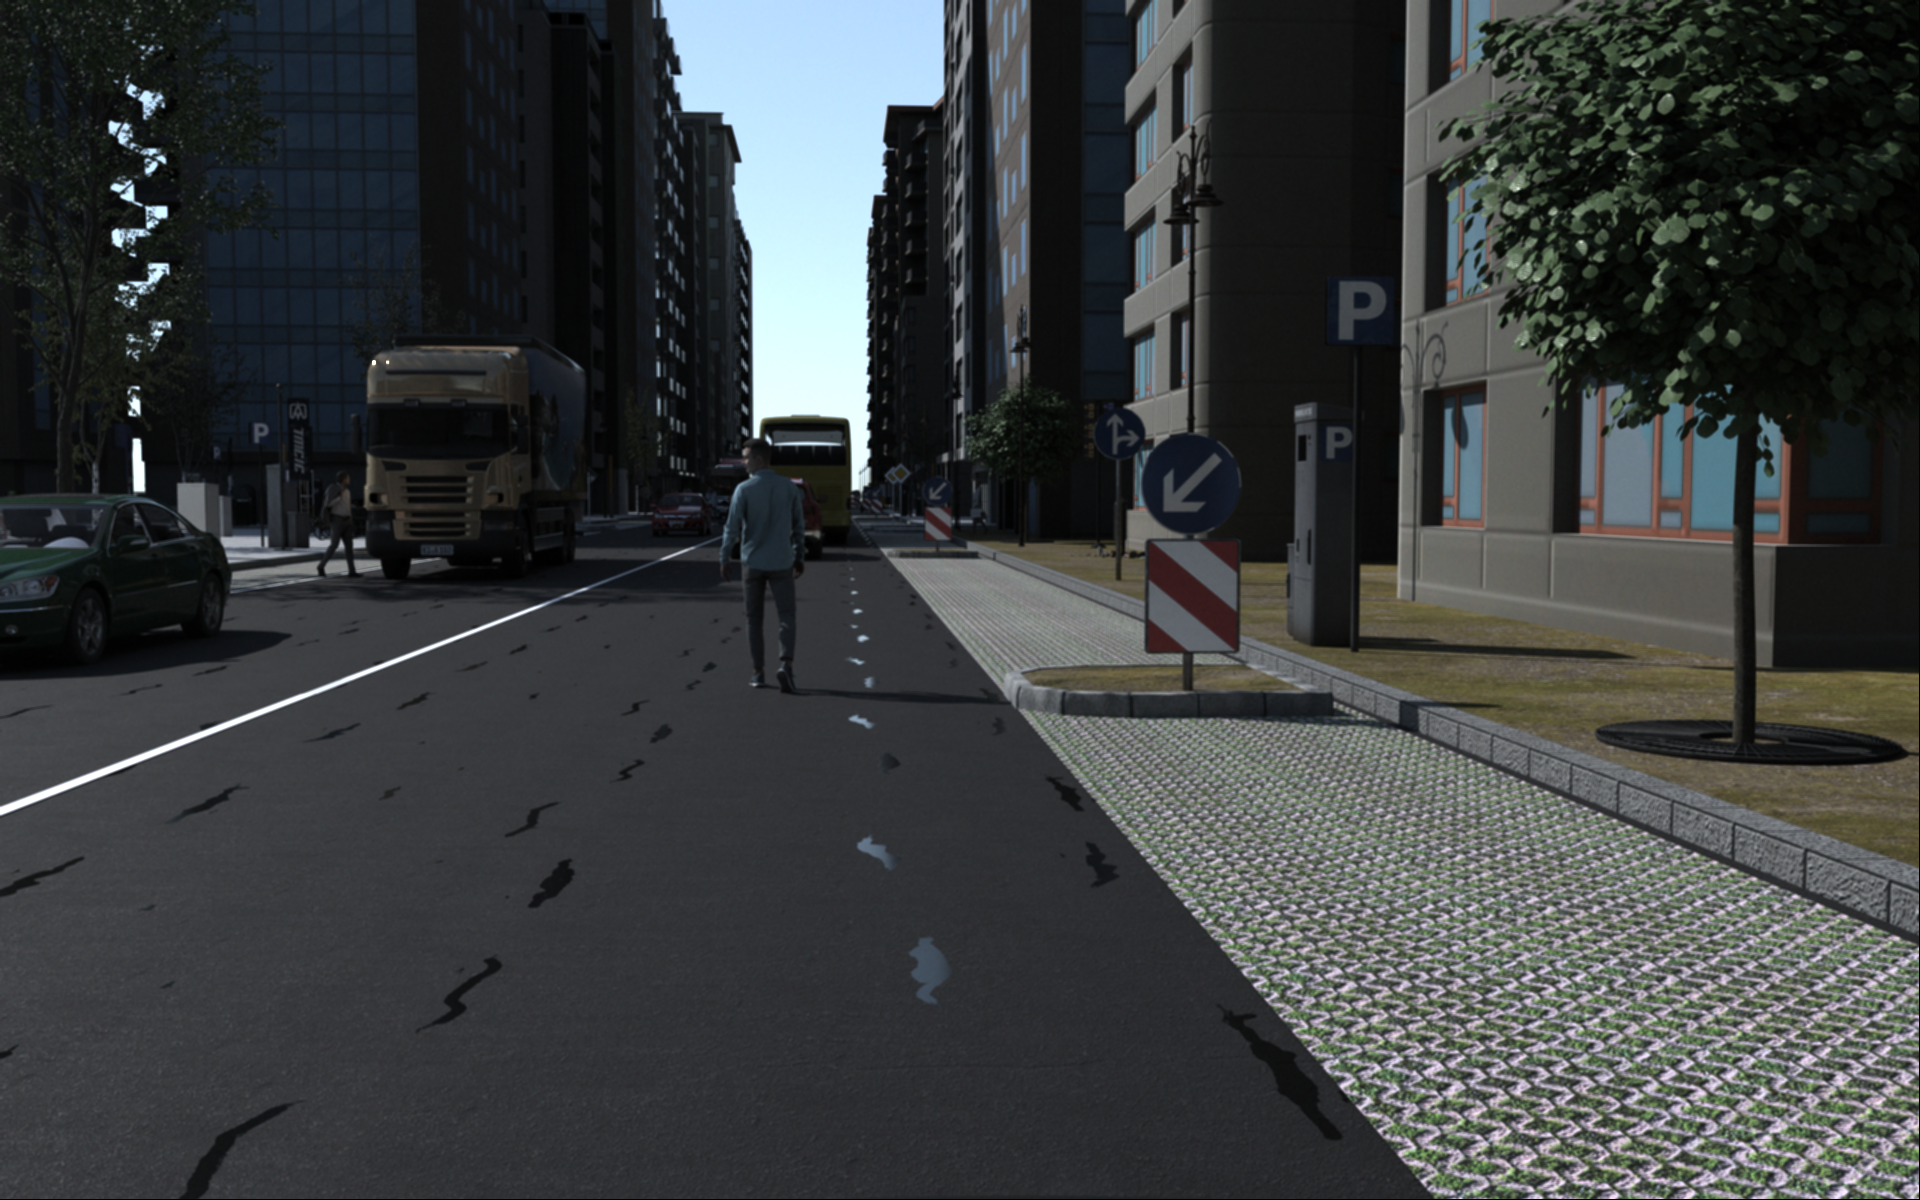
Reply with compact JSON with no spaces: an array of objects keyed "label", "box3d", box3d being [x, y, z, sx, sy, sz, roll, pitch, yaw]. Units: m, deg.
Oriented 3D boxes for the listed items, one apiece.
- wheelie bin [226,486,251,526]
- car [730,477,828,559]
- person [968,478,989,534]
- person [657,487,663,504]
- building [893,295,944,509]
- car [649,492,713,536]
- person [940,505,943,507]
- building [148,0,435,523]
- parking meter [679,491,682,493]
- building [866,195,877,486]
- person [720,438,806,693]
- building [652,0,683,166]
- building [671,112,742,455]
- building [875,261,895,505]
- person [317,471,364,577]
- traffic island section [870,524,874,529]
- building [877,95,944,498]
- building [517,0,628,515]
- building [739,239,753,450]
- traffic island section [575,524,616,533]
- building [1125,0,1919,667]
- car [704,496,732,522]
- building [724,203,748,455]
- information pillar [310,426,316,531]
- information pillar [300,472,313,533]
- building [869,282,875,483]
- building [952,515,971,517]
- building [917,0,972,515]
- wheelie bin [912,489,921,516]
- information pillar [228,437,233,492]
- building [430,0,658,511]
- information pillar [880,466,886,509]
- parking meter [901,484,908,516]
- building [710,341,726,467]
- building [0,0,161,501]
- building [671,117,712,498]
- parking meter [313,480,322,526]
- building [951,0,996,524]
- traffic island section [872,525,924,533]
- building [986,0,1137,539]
[{"label":"wheelie bin","box3d":[-29.138,-3.792,69.899,0.693,1.594,0.980,3,5,39]},{"label":"car","box3d":[-4.183,-1.904,39.811,2.281,1.827,5.304,0,4,-4]},{"label":"person","box3d":[0.607,-2.995,55.367,0.624,1.780,0.694,1,4,16]},{"label":"person","box3d":[-23.347,-7.876,134.790,0.580,1.828,0.573,3,4,38]},{"label":"building","box3d":[7.941,-19.650,166.319,27.650,21.520,28.899,0,4,-4]},{"label":"car","box3d":[-9.611,-3.116,59.979,2.155,1.783,4.494,0,4,-4]},{"label":"person","box3d":[-1.090,-5.433,95.466,0.593,1.750,0.643,-1,4,-16]},{"label":"building","box3d":[-29.190,-26.412,81.945,14.600,45.320,14.200,0,4,-4]},{"label":"parking meter","box3d":[-21.634,-7.714,134.539,0.372,1.533,0.369,0,3,0]},{"label":"building","box3d":[-1.653,-36.355,249.033,22.147,44.769,28.867,0,4,-4]},{"label":"person","box3d":[-1.436,-0.264,12.673,0.638,1.841,0.748,0,4,-8]},{"label":"building","box3d":[-37.405,-33.057,160.086,23.786,49.044,30.456,0,4,-4]},{"label":"building","box3d":[-45.396,-39.941,242.272,28.713,52.752,27.495,0,4,-4]},{"label":"building","box3d":[-3.609,-27.151,215.616,14.160,30.474,14.107,0,4,-4]},{"label":"person","box3d":[-10.684,-1.294,29.759,0.850,1.850,0.679,1,4,13]},{"label":"traffic island section","box3d":[-2.738,-3.065,72.401,2.009,0.180,2.903,0,4,-4]},{"label":"building","box3d":[2.523,-32.997,194.121,22.147,44.769,28.867,0,4,-4]},{"label":"building","box3d":[-28.130,-20.364,104.646,14.160,30.474,14.107,0,4,-4]},{"label":"building","box3d":[-42.419,-39.385,294.058,14.600,45.320,14.200,0,4,-4]},{"label":"traffic island section","box3d":[-15.347,-3.010,71.489,2.009,0.180,2.903,0,4,-4]},{"label":"building","box3d":[18.746,-11.162,27.539,27.650,21.520,28.899,0,4,-4]},{"label":"car","box3d":[-11.996,-4.447,85.284,1.945,1.354,3.894,0,4,-3]},{"label":"building","box3d":[-44.935,-39.866,271.416,23.786,49.044,30.456,0,4,-4]},{"label":"information pillar","box3d":[-22.433,-4.187,59.813,0.183,3.616,0.504,-2,4,-35]},{"label":"information pillar","box3d":[-21.642,-3.233,57.357,0.304,2.012,0.304,0,4,7]},{"label":"building","box3d":[-8.649,-39.728,299.664,14.600,45.320,14.200,0,4,-4]},{"label":"building","box3d":[9.388,-40.554,101.304,20.563,71.187,20.611,0,4,-4]},{"label":"building","box3d":[7.417,-42.296,129.794,20.563,71.187,20.611,0,4,-4]},{"label":"wheelie bin","box3d":[-2.314,-5.744,101.820,0.980,1.594,0.693,0,4,0]},{"label":"information pillar","box3d":[-29.776,-4.855,70.736,0.183,3.616,0.504,-1,4,-10]},{"label":"building","box3d":[-31.029,-29.500,132.436,14.600,45.320,14.200,0,4,-4]},{"label":"information pillar","box3d":[-6.422,-9.353,144.282,0.504,3.616,0.183,1,4,12]},{"label":"parking meter","box3d":[-3.231,-5.827,100.986,0.399,1.863,0.255,0,4,-8]},{"label":"building","box3d":[-42.494,-21.999,204.729,27.650,21.520,28.899,0,4,-4]},{"label":"building","box3d":[-45.455,-25.981,74.892,14.200,45.320,14.600,0,4,-4]},{"label":"building","box3d":[-33.911,-30.547,183.031,14.154,41.232,14.086,0,4,-4]},{"label":"parking meter","box3d":[-26.195,-3.962,70.495,0.399,1.863,0.255,-2,4,-29]},{"label":"building","box3d":[7.050,-18.730,77.935,14.107,30.474,14.160,0,4,-4]},{"label":"traffic island section","box3d":[-2.157,-2.578,64.437,2.009,0.180,2.903,0,4,-4]},{"label":"building","box3d":[8.341,-24.802,55.629,14.600,45.320,14.200,0,4,-4]}]
